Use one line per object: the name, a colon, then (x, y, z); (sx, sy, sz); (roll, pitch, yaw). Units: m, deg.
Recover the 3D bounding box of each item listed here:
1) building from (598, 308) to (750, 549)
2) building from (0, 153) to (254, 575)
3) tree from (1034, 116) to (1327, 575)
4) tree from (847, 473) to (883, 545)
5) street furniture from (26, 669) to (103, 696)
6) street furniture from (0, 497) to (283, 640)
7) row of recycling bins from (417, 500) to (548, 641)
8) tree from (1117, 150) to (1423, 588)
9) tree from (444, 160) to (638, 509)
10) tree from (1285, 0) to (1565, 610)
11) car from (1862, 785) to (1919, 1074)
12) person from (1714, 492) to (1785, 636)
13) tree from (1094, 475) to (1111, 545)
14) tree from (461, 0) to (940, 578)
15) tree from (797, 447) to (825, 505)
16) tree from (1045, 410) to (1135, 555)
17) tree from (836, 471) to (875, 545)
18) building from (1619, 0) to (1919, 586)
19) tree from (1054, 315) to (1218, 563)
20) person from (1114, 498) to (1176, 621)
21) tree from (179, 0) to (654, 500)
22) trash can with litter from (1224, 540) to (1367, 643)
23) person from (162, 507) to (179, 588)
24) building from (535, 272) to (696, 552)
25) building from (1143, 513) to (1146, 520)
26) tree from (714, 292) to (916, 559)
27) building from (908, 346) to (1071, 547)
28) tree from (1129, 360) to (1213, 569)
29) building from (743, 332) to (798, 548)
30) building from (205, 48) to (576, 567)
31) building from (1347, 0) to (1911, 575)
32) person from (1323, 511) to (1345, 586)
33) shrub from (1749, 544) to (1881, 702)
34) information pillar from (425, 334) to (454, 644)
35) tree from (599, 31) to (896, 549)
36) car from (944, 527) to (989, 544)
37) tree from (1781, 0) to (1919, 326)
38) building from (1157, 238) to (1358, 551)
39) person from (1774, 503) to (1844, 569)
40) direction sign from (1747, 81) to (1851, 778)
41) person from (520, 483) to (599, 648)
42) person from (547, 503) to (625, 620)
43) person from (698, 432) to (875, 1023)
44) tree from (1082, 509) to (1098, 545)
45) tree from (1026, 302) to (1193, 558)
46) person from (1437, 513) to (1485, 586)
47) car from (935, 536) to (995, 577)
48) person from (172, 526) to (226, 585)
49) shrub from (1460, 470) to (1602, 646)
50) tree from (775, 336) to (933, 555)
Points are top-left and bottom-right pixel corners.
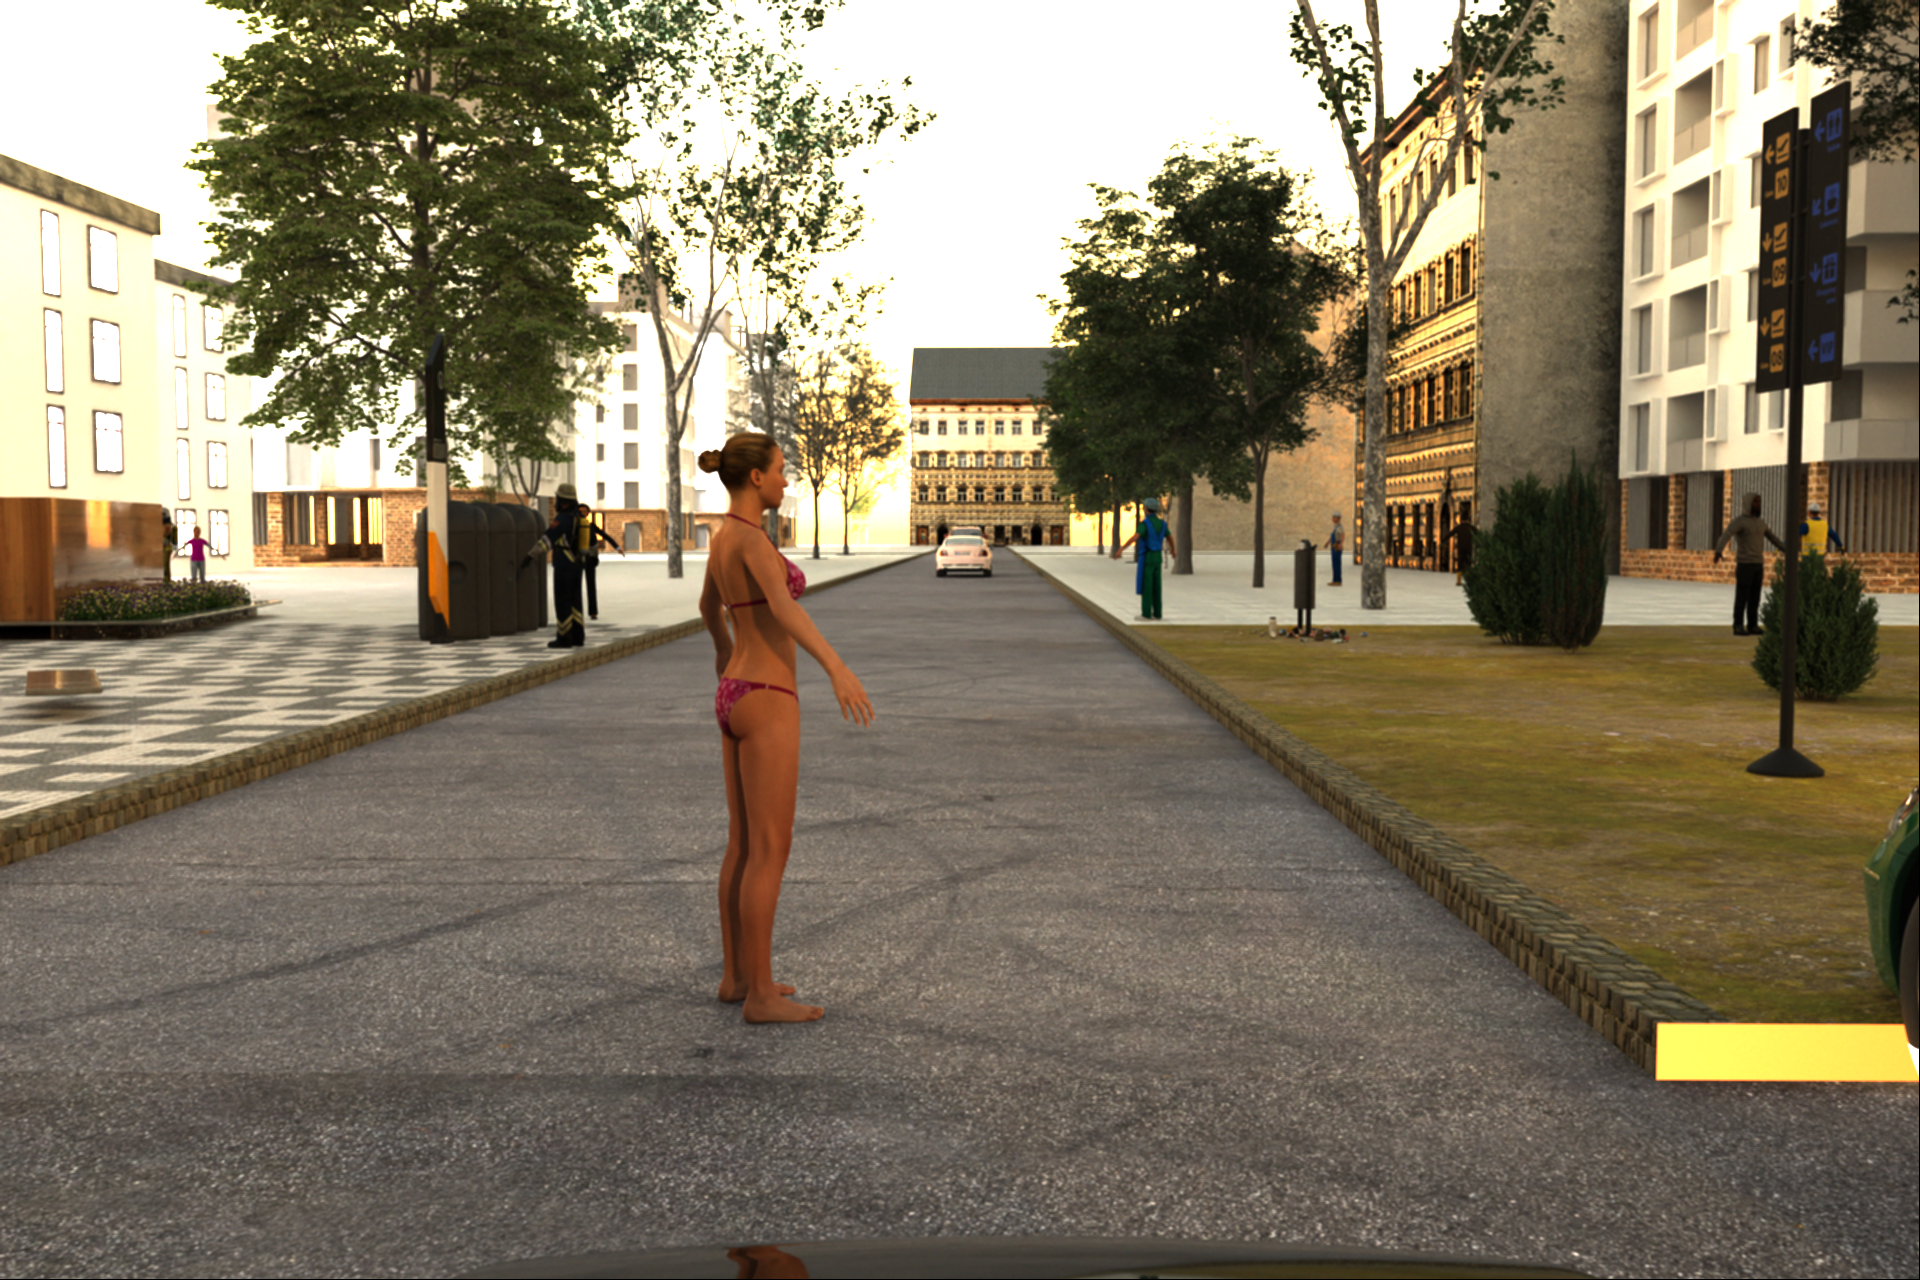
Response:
building: (-24.362, -17.731, 146.316); (16.016, 20.090, 11.380); (0, 3, 0)
building: (-25.397, -6.323, 45.521); (9.099, 9.664, 28.070); (0, 4, 2)
tree: (7.097, -9.063, 54.837); (9.857, 13.997, 8.962); (0, 3, 0)
tree: (-11.161, -15.452, 202.998); (4.737, 8.622, 4.395); (0, 3, 0)
street furniture: (-12.494, -0.348, 12.536); (11.010, 1.723, 9.812); (-2, 4, -28)
street furniture: (-12.606, -1.060, 24.181); (9.812, 1.723, 11.010); (-1, 4, -10)
row of recycling bins: (-6.112, -0.941, 22.505); (1.069, 1.692, 3.534); (0, 4, 1)
tree: (7.445, -6.547, 41.463); (7.601, 10.594, 8.767); (-3, 5, -39)
tree: (-8.667, -5.142, 34.442); (4.360, 8.622, 3.978); (0, 3, 0)
tree: (8.204, -10.528, 28.024); (12.611, 20.169, 13.585); (0, 3, 0)
car: (3.276, 0.559, 2.651); (2.131, 1.459, 4.920); (0, 4, 1)
person: (10.034, -0.968, 21.958); (1.348, 1.813, 0.705); (-1, 4, -22)
tree: (16.803, -14.974, 195.185); (4.360, 8.622, 3.978); (0, 3, 0)
tree: (-7.422, -11.817, 49.103); (12.611, 20.169, 13.585); (0, 3, 0)
tree: (-20.542, -17.431, 195.359); (12.009, 13.543, 11.850); (0, 3, 0)
tree: (9.010, -11.544, 106.878); (7.486, 12.596, 7.792); (0, 3, 0)
tree: (-11.881, -15.122, 197.605); (4.737, 8.622, 4.395); (0, 3, 0)
building: (24.814, -11.812, 49.549); (16.016, 20.090, 11.380); (0, 4, 1)
tree: (7.804, -9.254, 77.054); (9.928, 11.665, 9.643); (0, 3, 0)
person: (2.813, -1.201, 25.760); (1.347, 1.817, 0.704); (-3, 5, -43)
tree: (-8.523, -6.676, 27.276); (7.486, 12.596, 7.792); (0, 3, 0)
trash can with litter: (4.247, -0.636, 21.457); (1.678, 1.210, 2.233); (0, 4, -1)
person: (-17.070, -1.916, 37.092); (0.705, 1.858, 1.354); (-2, 4, -28)
building: (-26.543, -16.527, 126.631); (16.016, 20.090, 11.380); (0, 4, 2)
building: (28.019, -18.646, 171.319); (16.747, 18.905, 31.486); (0, 4, 1)
tree: (-7.304, -10.879, 88.242); (12.009, 13.543, 11.850); (0, 3, 0)
building: (3.543, -22.532, 201.775); (18.063, 23.208, 19.493); (0, 4, 1)
tree: (7.457, -6.915, 63.427); (4.360, 8.622, 3.978); (0, 3, 0)
building: (-21.719, -18.795, 163.718); (16.016, 20.090, 11.380); (0, 4, 1)
building: (-23.245, -12.981, 68.656); (16.016, 20.090, 11.380); (0, 4, 1)
building: (25.457, -14.141, 62.128); (19.493, 23.208, 18.063); (0, 4, 1)
person: (9.332, -2.273, 43.027); (0.705, 1.847, 1.347); (0, 4, -4)
shrub: (6.620, -0.140, 13.403); (1.383, 1.207, 1.383); (0, 3, 0)
information pillar: (-6.072, -1.759, 20.117); (0.183, 3.616, 0.504); (0, 4, 0)
tree: (-8.516, -12.993, 68.323); (12.611, 20.169, 13.585); (0, 3, 0)
car: (0.347, -4.929, 89.260); (2.281, 1.827, 5.304); (0, 4, 1)
tree: (13.156, -5.069, 17.290); (8.767, 10.594, 7.601); (0, 4, 5)
building: (25.137, -18.804, 138.378); (19.493, 23.208, 18.063); (0, 4, 1)
person: (15.327, -1.541, 31.161); (1.349, 1.833, 0.705); (0, 4, -7)
direction sign: (4.430, -1.051, 9.188); (0.379, 3.537, 0.876); (0, 4, 0)
person: (-4.472, -0.849, 19.659); (0.705, 1.856, 1.354); (2, 4, 24)
person: (-5.632, -1.174, 25.913); (1.216, 1.740, 0.721); (-1, 4, -10)
person: (-0.538, 0.248, 5.206); (0.721, 1.733, 1.217); (-2, 4, -25)
tree: (15.833, -15.284, 200.252); (4.360, 8.622, 3.978); (0, 3, 0)
tree: (8.376, -11.377, 92.664); (9.857, 13.997, 8.962); (0, 3, 0)
person: (12.548, -2.257, 43.040); (1.346, 1.812, 0.704); (1, 4, 23)
car: (0.162, -2.861, 59.135); (2.083, 1.381, 4.827); (0, 4, 1)
person: (-14.898, -1.506, 33.889); (0.991, 1.433, 0.599); (-3, 4, -37)
shrub: (6.625, -0.959, 20.101); (1.690, 2.028, 1.600); (0, 3, 0)
tree: (-6.869, -11.943, 105.642); (12.009, 13.543, 11.850); (0, 3, 0)
